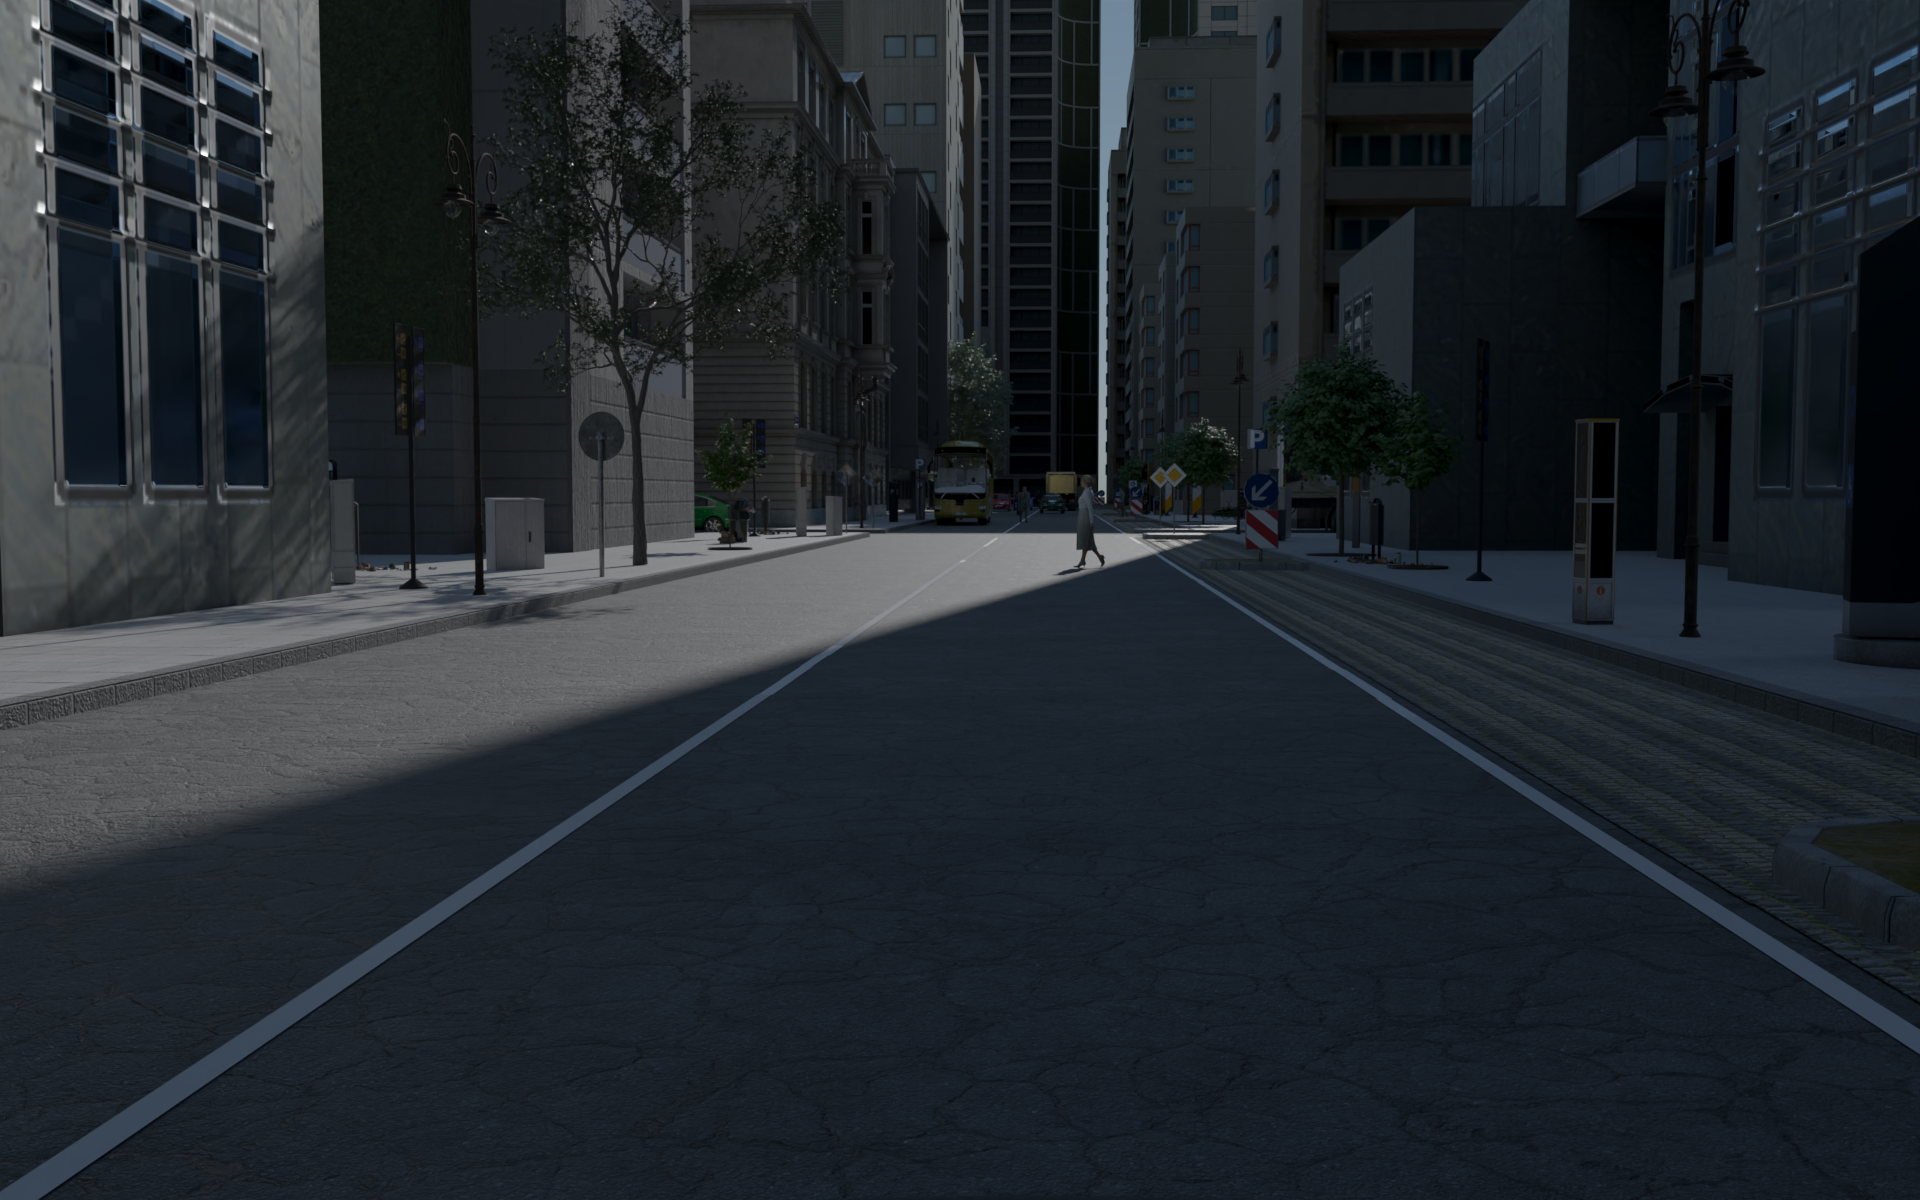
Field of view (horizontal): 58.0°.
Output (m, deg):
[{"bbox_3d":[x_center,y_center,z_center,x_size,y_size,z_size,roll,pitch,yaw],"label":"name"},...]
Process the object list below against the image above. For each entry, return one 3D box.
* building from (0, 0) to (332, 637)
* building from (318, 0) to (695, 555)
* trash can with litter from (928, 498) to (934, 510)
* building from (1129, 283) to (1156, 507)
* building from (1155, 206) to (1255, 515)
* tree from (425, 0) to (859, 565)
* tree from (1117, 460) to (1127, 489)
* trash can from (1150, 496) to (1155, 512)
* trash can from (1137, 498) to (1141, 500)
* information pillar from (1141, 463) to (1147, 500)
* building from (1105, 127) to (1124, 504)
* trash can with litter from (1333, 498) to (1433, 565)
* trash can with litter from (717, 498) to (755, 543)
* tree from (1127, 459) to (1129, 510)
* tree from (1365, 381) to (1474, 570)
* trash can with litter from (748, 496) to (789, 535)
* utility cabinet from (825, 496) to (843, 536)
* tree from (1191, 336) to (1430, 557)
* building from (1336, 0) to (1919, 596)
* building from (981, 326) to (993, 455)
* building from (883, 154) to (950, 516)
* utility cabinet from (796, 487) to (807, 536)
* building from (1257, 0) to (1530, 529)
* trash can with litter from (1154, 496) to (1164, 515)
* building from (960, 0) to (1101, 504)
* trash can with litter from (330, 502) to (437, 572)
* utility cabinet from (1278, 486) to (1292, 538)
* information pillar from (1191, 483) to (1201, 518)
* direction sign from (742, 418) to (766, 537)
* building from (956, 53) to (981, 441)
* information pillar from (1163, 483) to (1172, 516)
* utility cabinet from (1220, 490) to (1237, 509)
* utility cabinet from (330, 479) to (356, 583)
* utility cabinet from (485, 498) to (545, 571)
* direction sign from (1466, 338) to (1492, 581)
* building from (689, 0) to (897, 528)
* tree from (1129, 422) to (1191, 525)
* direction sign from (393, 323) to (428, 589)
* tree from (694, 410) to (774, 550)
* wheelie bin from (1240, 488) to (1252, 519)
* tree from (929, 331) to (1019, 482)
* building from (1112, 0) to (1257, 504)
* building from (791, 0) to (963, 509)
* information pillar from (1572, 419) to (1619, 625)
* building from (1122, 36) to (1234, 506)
[{"bbox_3d":[-18.230,-42.343,4.976,22.319,86.520,31.000,0,4,3],"label":"building"},{"bbox_3d":[-22.041,-30.792,45.451,28.212,58.520,21.231,0,4,3],"label":"building"},{"bbox_3d":[-2.149,-7.720,137.286,2.233,1.210,1.678,3,4,37],"label":"trash can with litter"},{"bbox_3d":[29.706,-19.011,155.865,27.650,21.520,28.899,0,4,3],"label":"building"},{"bbox_3d":[28.187,-16.698,118.055,27.650,21.520,28.899,0,4,3],"label":"building"},{"bbox_3d":[-5.683,-5.926,31.300,8.767,10.594,7.601,1,4,12],"label":"tree"},{"bbox_3d":[14.444,-9.602,140.704,4.285,4.588,4.351,0,3,0],"label":"tree"},{"bbox_3d":[13.919,-6.868,123.949,0.748,1.137,0.748,0,3,0],"label":"trash can"},{"bbox_3d":[13.958,-7.488,134.089,0.748,1.137,0.748,0,3,0],"label":"trash can"},{"bbox_3d":[13.818,-8.457,129.624,0.504,3.616,0.183,-1,4,-19],"label":"information pillar"},{"bbox_3d":[30.299,-37.168,231.390,21.600,48.544,21.300,0,4,3],"label":"building"},{"bbox_3d":[7.816,-1.306,32.413,1.678,1.210,2.233,0,4,1],"label":"trash can with litter"},{"bbox_3d":[-5.886,-2.082,45.435,0.624,1.170,1.055,2,4,24],"label":"trash can with litter"},{"bbox_3d":[10.342,-5.825,78.950,4.285,4.588,4.351,0,3,0],"label":"tree"},{"bbox_3d":[7.750,-2.150,29.760,1.663,3.219,1.824,0,3,0],"label":"tree"},{"bbox_3d":[-6.275,-2.690,55.033,1.678,1.210,2.233,-1,4,-9],"label":"trash can with litter"},{"bbox_3d":[-3.917,-2.617,53.949,0.306,1.237,1.020,-1,4,-19],"label":"utility cabinet"},{"bbox_3d":[7.911,-3.203,36.081,4.285,4.588,4.351,0,3,0],"label":"tree"},{"bbox_3d":[21.025,-43.933,30.973,22.319,86.520,31.000,0,4,3],"label":"building"},{"bbox_3d":[-11.130,-21.815,201.711,28.899,21.520,27.650,0,4,3],"label":"building"},{"bbox_3d":[-8.713,-18.110,115.160,14.314,24.678,30.058,0,4,3],"label":"building"},{"bbox_3d":[-4.833,-2.685,52.571,0.318,1.500,1.173,0,4,-7],"label":"utility cabinet"},{"bbox_3d":[23.493,-27.434,72.240,21.600,48.544,21.300,0,4,3],"label":"building"},{"bbox_3d":[12.192,-5.788,106.013,0.624,1.170,1.055,0,4,2],"label":"trash can with litter"},{"bbox_3d":[8.410,-48.537,231.829,20.611,71.187,20.563,0,4,3],"label":"building"},{"bbox_3d":[-9.960,-1.098,29.004,2.233,1.210,1.678,0,4,-8],"label":"trash can with litter"},{"bbox_3d":[9.413,-2.559,50.516,0.318,1.500,1.173,1,4,20],"label":"utility cabinet"},{"bbox_3d":[12.770,-6.245,93.463,0.504,3.616,0.183,-1,4,-17],"label":"information pillar"},{"bbox_3d":[-6.197,-3.680,52.159,0.379,3.537,0.876,3,5,43],"label":"direction sign"},{"bbox_3d":[-5.108,-32.046,174.063,14.600,45.320,14.200,0,4,3],"label":"building"},{"bbox_3d":[12.136,-6.702,100.932,0.504,3.616,0.183,-3,5,-39],"label":"information pillar"},{"bbox_3d":[16.014,-5.739,102.510,1.173,1.500,0.318,2,4,32],"label":"utility cabinet"},{"bbox_3d":[-8.936,-1.000,25.028,0.318,1.500,1.173,-1,4,-21],"label":"utility cabinet"},{"bbox_3d":[-7.551,-1.117,29.432,0.306,1.237,1.020,3,4,38],"label":"utility cabinet"},{"bbox_3d":[7.684,-2.051,25.532,0.379,3.537,0.876,2,4,27],"label":"direction sign"},{"bbox_3d":[-10.392,-16.116,82.582,14.460,24.649,34.723,0,4,3],"label":"building"},{"bbox_3d":[10.218,-5.405,72.089,4.285,4.588,4.351,0,3,0],"label":"tree"},{"bbox_3d":[-7.421,-1.922,23.420,0.379,3.537,0.876,0,4,7],"label":"direction sign"},{"bbox_3d":[-5.397,-2.772,39.929,1.663,3.219,1.824,0,3,0],"label":"tree"},{"bbox_3d":[14.778,-5.003,89.714,0.693,1.594,0.980,-3,5,-44],"label":"wheelie bin"},{"bbox_3d":[-0.295,-13.965,134.990,9.857,13.997,8.962,0,3,0],"label":"tree"},{"bbox_3d":[28.494,-46.664,201.206,20.563,71.187,20.611,0,4,3],"label":"building"},{"bbox_3d":[-13.695,-34.511,153.498,28.713,52.752,27.495,0,4,3],"label":"building"},{"bbox_3d":[6.258,-0.769,17.069,0.304,2.012,0.304,0,4,-7],"label":"information pillar"},{"bbox_3d":[28.350,-34.074,180.803,21.300,48.544,21.600,0,4,3],"label":"building"}]
